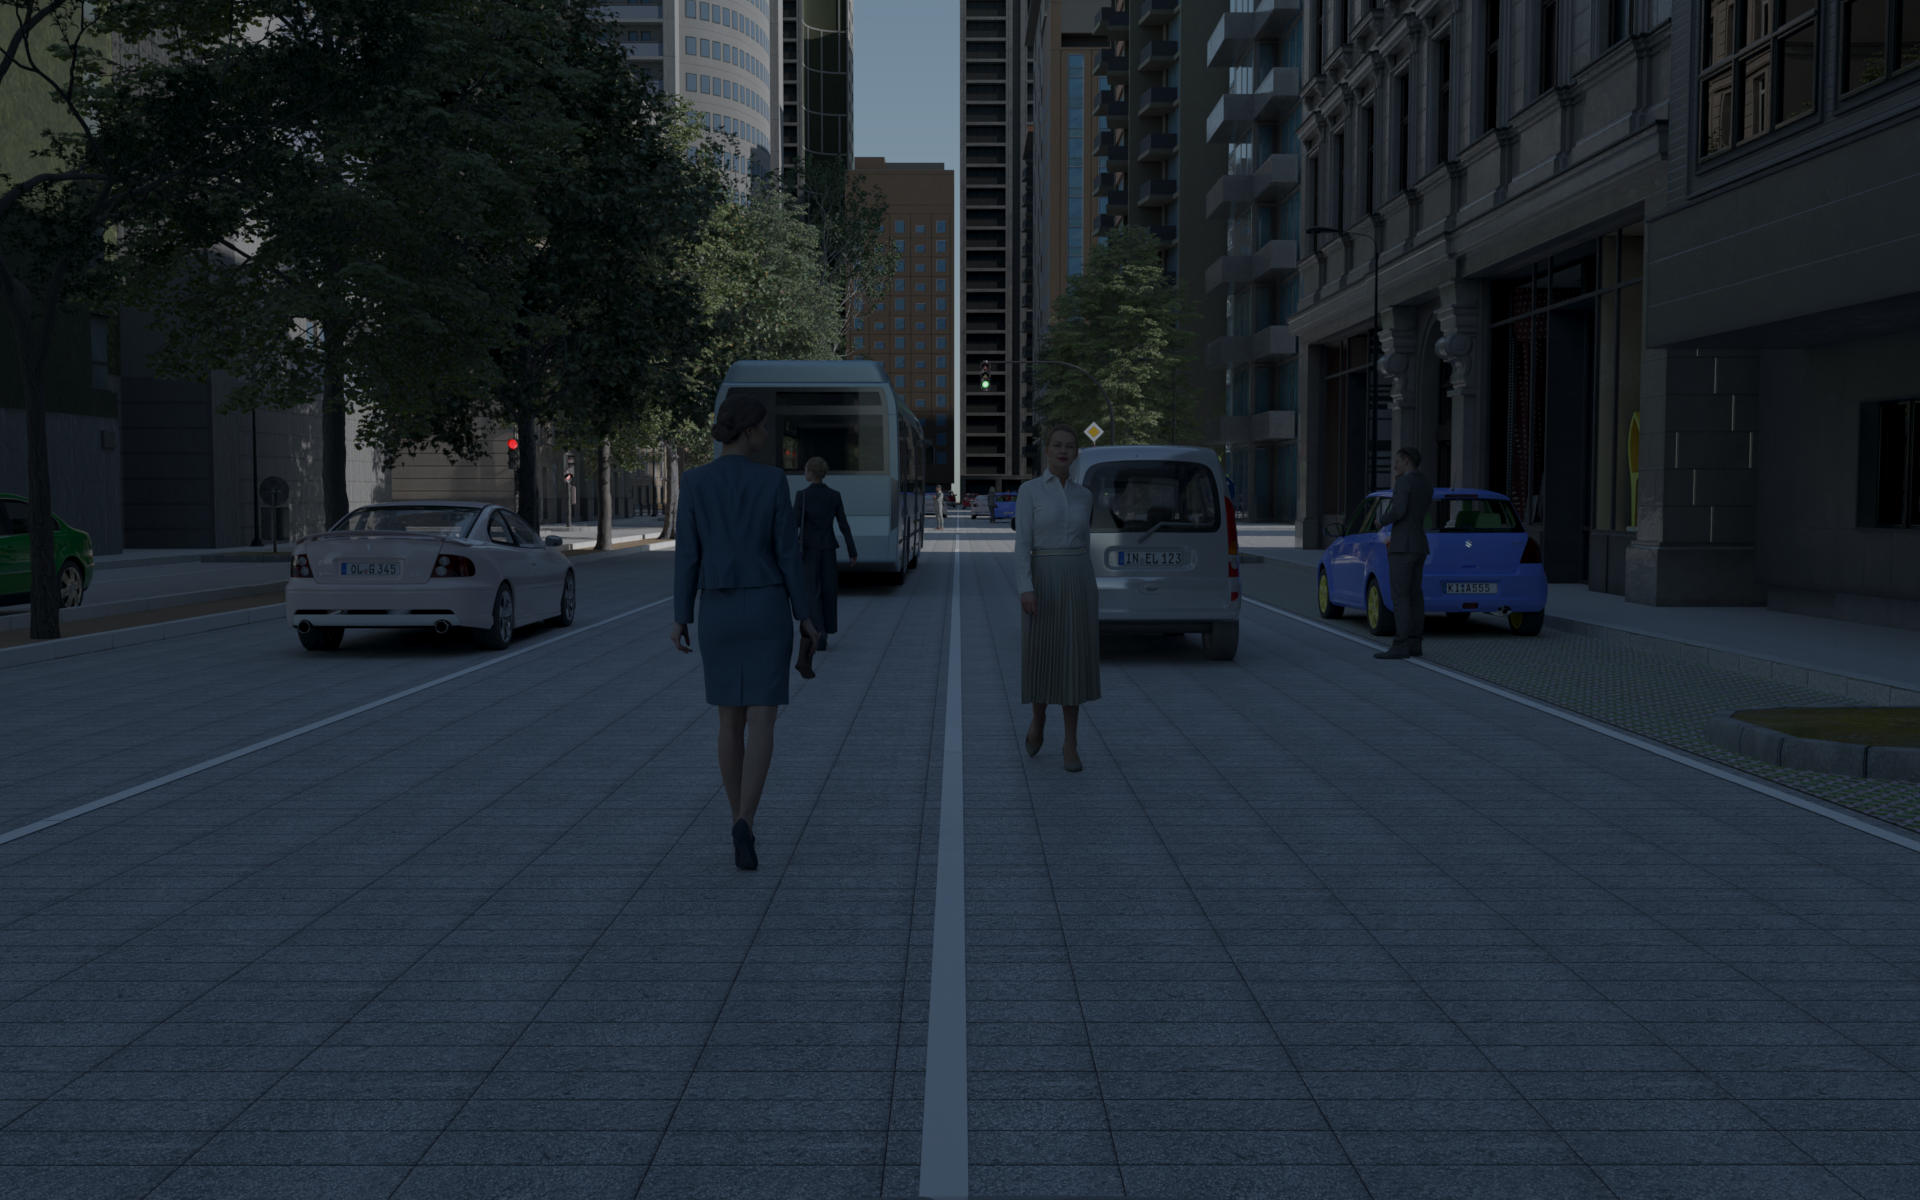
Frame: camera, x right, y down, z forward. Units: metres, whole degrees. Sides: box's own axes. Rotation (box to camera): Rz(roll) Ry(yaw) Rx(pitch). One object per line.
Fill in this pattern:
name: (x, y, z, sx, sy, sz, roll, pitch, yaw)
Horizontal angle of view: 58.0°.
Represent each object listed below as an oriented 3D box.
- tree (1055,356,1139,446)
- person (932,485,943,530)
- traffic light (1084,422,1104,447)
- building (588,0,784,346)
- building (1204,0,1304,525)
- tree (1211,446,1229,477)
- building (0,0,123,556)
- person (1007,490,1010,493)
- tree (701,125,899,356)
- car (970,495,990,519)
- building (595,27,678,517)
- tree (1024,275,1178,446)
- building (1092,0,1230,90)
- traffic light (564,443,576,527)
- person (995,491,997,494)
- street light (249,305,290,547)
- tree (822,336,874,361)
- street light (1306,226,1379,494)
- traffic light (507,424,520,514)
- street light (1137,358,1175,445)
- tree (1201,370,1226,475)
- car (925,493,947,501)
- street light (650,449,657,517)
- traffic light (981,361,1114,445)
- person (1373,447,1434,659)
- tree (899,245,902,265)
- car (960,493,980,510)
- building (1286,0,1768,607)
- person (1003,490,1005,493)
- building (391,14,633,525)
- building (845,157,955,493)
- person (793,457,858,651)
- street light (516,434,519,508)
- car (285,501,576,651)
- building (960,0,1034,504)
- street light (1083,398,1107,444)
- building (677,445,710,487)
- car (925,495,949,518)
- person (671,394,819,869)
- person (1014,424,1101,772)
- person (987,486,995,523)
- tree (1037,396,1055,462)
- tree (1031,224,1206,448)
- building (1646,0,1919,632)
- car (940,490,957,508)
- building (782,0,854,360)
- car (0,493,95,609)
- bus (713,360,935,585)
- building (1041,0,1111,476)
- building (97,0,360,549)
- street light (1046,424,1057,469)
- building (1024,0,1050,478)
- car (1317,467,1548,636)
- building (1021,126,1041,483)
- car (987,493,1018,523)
tree: (7.410, -8.459, 88.671, 4.737, 8.622, 4.395, 0, 3, 0)
person: (-0.920, -3.732, 69.703, 0.466, 1.800, 0.511, -3, 5, -42)
traffic light: (5.168, -4.791, 67.261, 0.839, 4.253, 0.868, 0, 3, 0)
building: (-27.776, -37.553, 155.983, 21.231, 58.520, 28.212, 0, 3, 0)
building: (26.659, -28.129, 79.524, 30.456, 49.044, 23.786, 0, 3, 0)
tree: (10.030, -4.519, 68.490, 1.663, 3.219, 1.824, 0, 3, 0)
building: (-24.865, -15.745, 29.134, 14.160, 30.474, 14.107, 0, 3, 0)
person: (4.256, -8.737, 151.282, 1.348, 1.831, 0.705, 0, 4, -8)
tree: (-10.315, -14.142, 89.571, 12.611, 20.169, 13.585, 0, 3, 0)
car: (1.581, -5.316, 99.281, 2.083, 1.381, 4.827, 0, 4, 1)
building: (-24.654, -19.320, 101.780, 13.634, 28.700, 20.117, 0, 3, 0)
tree: (8.281, -11.965, 102.287, 9.857, 13.997, 8.962, 0, 3, 0)
building: (21.027, -28.791, 125.354, 22.147, 44.769, 28.867, 0, 3, 0)
traffic light: (-13.102, -5.664, 67.266, 4.771, 5.953, 1.251, 0, 3, 0)
person: (4.111, -11.426, 195.185, 0.599, 1.838, 0.709, -3, 5, -43)
street light: (-16.617, -4.254, 42.087, 1.470, 5.913, 1.316, 0, 3, 0)
tree: (-8.917, -12.377, 122.946, 7.486, 12.596, 7.792, 0, 3, 0)
street light: (6.693, -3.527, 30.215, 1.470, 5.913, 1.316, 0, 3, 0)
traffic light: (-15.187, -4.301, 59.244, 0.839, 4.253, 0.868, 0, 3, 0)
street light: (6.739, -5.297, 59.154, 1.470, 5.913, 1.316, 0, 3, 0)
tree: (15.489, -8.934, 96.425, 4.737, 8.622, 4.395, 0, 3, 0)
car: (-1.853, -6.576, 117.100, 1.945, 1.707, 3.694, 0, 3, 0)
street light: (-16.733, -7.644, 97.521, 1.470, 5.913, 1.316, 0, 3, 0)
traffic light: (3.082, -5.166, 59.133, 4.771, 5.953, 1.251, 0, 3, 0)
person: (3.862, -0.423, 15.224, 0.447, 1.846, 0.655, 3, 5, 39)
tree: (-10.282, -15.245, 107.601, 12.611, 20.169, 13.585, 0, 3, 0)
car: (1.134, -9.359, 162.064, 2.155, 1.783, 4.494, 0, 4, -2)
building: (12.323, -11.495, 38.856, 10.553, 20.767, 40.483, 0, 3, 0)
person: (4.082, -9.210, 159.111, 0.705, 1.821, 1.348, -2, 4, -25)
building: (-22.992, -17.239, 79.124, 12.463, 27.353, 25.104, 0, 3, 0)
building: (-7.845, -35.647, 232.941, 14.200, 45.320, 14.600, 0, 3, 0)
person: (-1.267, -0.432, 15.983, 0.534, 1.772, 0.576, 3, 5, 42)
street light: (-16.766, -5.813, 67.581, 1.470, 5.913, 1.316, 0, 3, 0)
car: (-5.114, -0.299, 17.258, 2.083, 1.381, 4.827, 0, 4, -1)
building: (10.277, -48.760, 235.482, 20.611, 71.187, 20.563, 0, 3, 0)
street light: (6.588, -6.828, 84.178, 1.470, 5.913, 1.316, 0, 3, 0)
building: (-24.096, -17.750, 119.886, 12.332, 23.373, 15.834, 0, 3, 0)
car: (-1.718, -5.653, 104.783, 2.083, 1.381, 4.827, 0, 4, 1)
person: (-0.874, 0.107, 6.775, 0.581, 1.822, 0.654, 1, 4, 13)
person: (0.491, -0.026, 9.157, 0.478, 1.798, 0.641, -1, 4, -9)
person: (1.484, -4.645, 84.623, 0.537, 1.800, 0.526, -3, 5, -39)
tree: (7.252, -10.626, 124.099, 4.737, 8.622, 4.395, 0, 3, 0)
tree: (6.769, -9.515, 73.698, 7.486, 12.596, 7.792, 0, 3, 0)
building: (14.264, -11.282, 3.534, 14.314, 24.678, 30.058, 0, 3, 0)
car: (-1.444, -10.471, 179.874, 2.281, 1.827, 5.304, 0, 4, -1)
building: (-25.254, -48.783, 235.856, 20.611, 71.187, 20.563, 0, 3, 0)
car: (-11.240, -0.616, 18.868, 1.959, 1.807, 4.718, 0, 4, -2)
bus: (-2.058, -2.178, 30.463, 2.948, 3.499, 13.247, 0, 4, 1)
building: (14.544, -30.852, 154.533, 14.600, 45.320, 14.200, 0, 3, 0)
building: (-31.504, -30.898, 47.176, 28.212, 58.520, 21.231, 0, 3, 0)
street light: (6.519, -8.616, 113.407, 1.470, 5.913, 1.316, 0, 3, 0)
building: (21.331, -35.834, 175.120, 28.713, 52.752, 27.495, 0, 3, 0)
car: (4.977, -0.556, 18.687, 1.945, 1.707, 3.694, 0, 4, 0)
building: (18.440, -33.578, 203.628, 22.147, 44.769, 28.867, 0, 3, 0)
car: (2.346, -4.731, 86.944, 1.945, 1.707, 3.694, 0, 4, -1)
